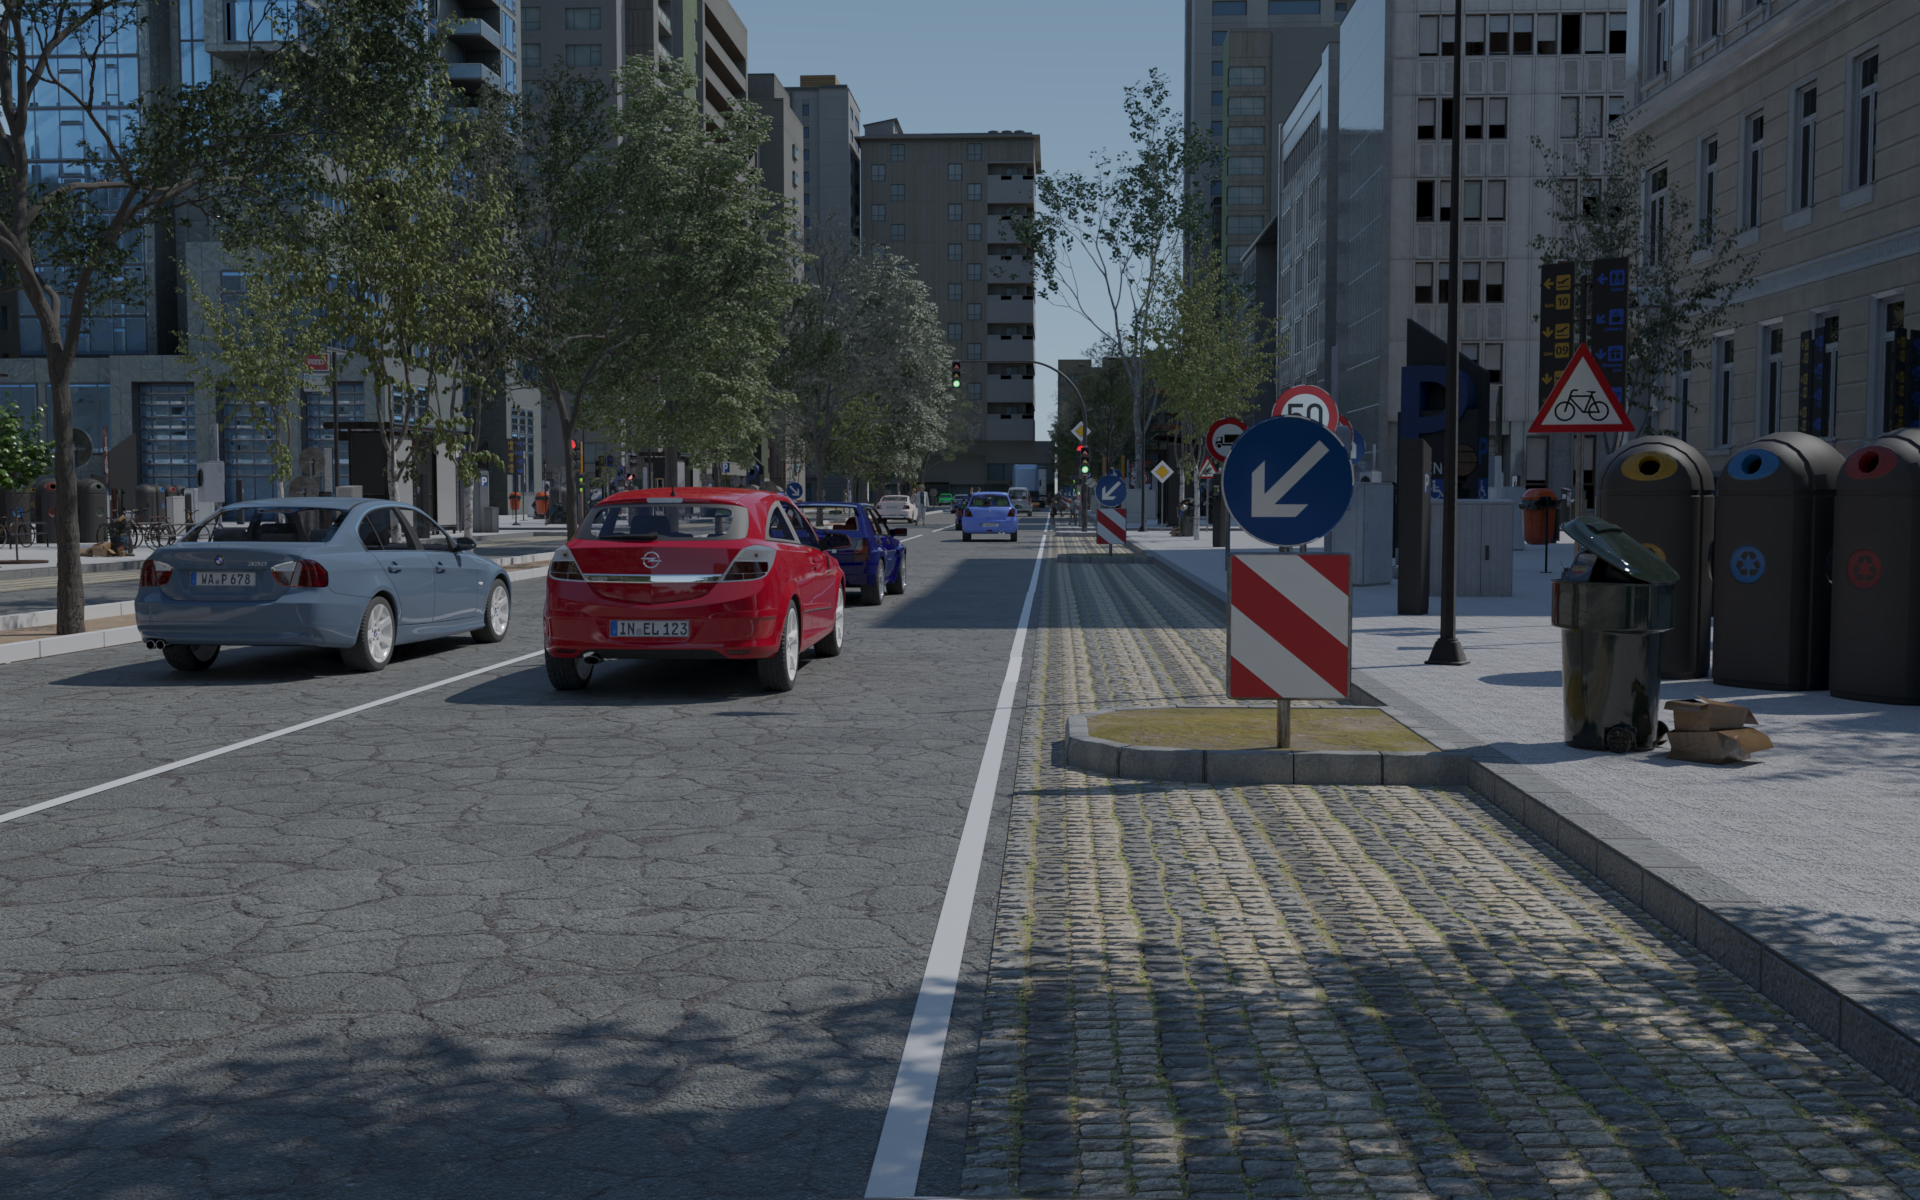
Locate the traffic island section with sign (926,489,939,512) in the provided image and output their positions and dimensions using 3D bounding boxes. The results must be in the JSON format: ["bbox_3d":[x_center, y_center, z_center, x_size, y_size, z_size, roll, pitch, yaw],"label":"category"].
[{"bbox_3d":[-2.230,-8.193,142.087,2.006,1.907,1.989,0,4,3],"label":"traffic island section with sign"}]

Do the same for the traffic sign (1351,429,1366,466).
[{"bbox_3d":[7.336,-2.015,33.059,0.768,2.556,0.104,1,4,11],"label":"traffic sign"}]

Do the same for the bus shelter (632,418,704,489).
[{"bbox_3d":[-14.823,-6.708,87.311,2.179,5.291,8.768,0,4,3],"label":"bus shelter"}]

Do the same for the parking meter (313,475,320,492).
[{"bbox_3d":[-20.242,-2.967,54.224,0.255,1.863,0.399,1,4,17],"label":"parking meter"}]

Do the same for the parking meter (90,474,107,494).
[{"bbox_3d":[-24.755,-2.696,49.792,0.399,1.863,0.255,-3,5,-41],"label":"parking meter"}]

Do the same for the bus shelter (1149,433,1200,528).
[{"bbox_3d":[8.580,-4.769,69.257,1.731,3.624,6.357,0,4,3],"label":"bus shelter"}]

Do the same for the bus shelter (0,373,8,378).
[{"bbox_3d":[-19.668,-2.431,31.038,1.731,3.624,6.357,0,4,3],"label":"bus shelter"}]

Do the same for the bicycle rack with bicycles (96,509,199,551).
[{"bbox_3d":[-18.514,-1.616,39.796,2.852,0.926,2.925,2,4,27],"label":"bicycle rack with bicycles"}]

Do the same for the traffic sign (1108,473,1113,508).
[{"bbox_3d":[8.498,-5.894,96.480,0.768,2.556,0.104,0,4,7],"label":"traffic sign"}]

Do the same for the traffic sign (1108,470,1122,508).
[{"bbox_3d":[8.039,-5.487,89.821,0.768,2.556,0.104,1,4,11],"label":"traffic sign"}]

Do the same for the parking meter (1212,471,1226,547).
[{"bbox_3d":[6.307,-2.212,41.871,0.399,1.863,0.255,-3,5,-40],"label":"parking meter"}]

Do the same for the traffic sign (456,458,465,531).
[{"bbox_3d":[-17.495,-3.682,60.309,0.768,2.556,0.104,0,4,4],"label":"traffic sign"}]

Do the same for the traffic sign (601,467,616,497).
[{"bbox_3d":[-16.305,-4.906,80.315,0.768,2.556,0.104,1,4,12],"label":"traffic sign"}]

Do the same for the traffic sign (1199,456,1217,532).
[{"bbox_3d":[8.401,-3.596,58.801,0.884,2.594,0.081,1,4,10],"label":"traffic sign"}]

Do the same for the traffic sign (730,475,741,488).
[{"bbox_3d":[-14.774,-6.960,113.902,0.768,2.556,0.104,1,4,8],"label":"traffic sign"}]

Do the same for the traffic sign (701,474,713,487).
[{"bbox_3d":[-15.796,-6.597,107.975,0.768,2.556,0.104,0,4,7],"label":"traffic sign"}]

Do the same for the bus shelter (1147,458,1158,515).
[{"bbox_3d":[10.987,-5.958,91.343,2.014,3.302,5.546,0,4,3],"label":"bus shelter"}]

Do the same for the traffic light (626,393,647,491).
[{"bbox_3d":[-10.755,-5.681,67.545,4.771,5.953,1.251,0,4,3],"label":"traffic light"}]

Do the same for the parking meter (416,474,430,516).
[{"bbox_3d":[-15.478,-2.703,49.909,0.255,1.863,0.399,-3,5,-41],"label":"parking meter"}]

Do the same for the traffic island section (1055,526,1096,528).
[{"bbox_3d":[4.677,-2.723,66.802,2.009,0.180,2.903,0,4,3],"label":"traffic island section"}]

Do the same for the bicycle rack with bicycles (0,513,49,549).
[{"bbox_3d":[-23.058,-1.679,40.826,2.852,0.926,2.925,0,4,-1],"label":"bicycle rack with bicycles"}]

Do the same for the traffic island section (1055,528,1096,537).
[{"bbox_3d":[4.243,-2.235,58.829,2.009,0.180,2.903,0,4,3],"label":"traffic island section"}]

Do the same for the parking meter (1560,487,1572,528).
[{"bbox_3d":[22.846,-3.479,65.289,0.372,1.533,0.369,0,3,0],"label":"parking meter"}]

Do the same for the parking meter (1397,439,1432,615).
[{"bbox_3d":[4.845,-0.780,18.461,0.255,1.863,0.399,2,4,30],"label":"parking meter"}]

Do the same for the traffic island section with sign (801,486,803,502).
[{"bbox_3d":[-6.305,-3.604,67.058,2.006,1.907,1.989,0,4,3],"label":"traffic island section with sign"}]

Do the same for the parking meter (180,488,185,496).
[{"bbox_3d":[-30.690,-3.685,68.665,0.372,1.533,0.369,0,3,0],"label":"parking meter"}]

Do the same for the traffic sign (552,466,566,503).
[{"bbox_3d":[-17.969,-4.754,77.839,0.768,2.556,0.104,0,4,5],"label":"traffic sign"}]

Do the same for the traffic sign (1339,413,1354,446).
[{"bbox_3d":[5.638,-1.620,26.594,0.768,2.556,0.104,1,4,12],"label":"traffic sign"}]

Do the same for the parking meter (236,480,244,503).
[{"bbox_3d":[-30.300,-4.109,72.901,0.255,1.863,0.399,-1,4,-12],"label":"parking meter"}]

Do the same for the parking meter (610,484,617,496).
[{"bbox_3d":[-20.740,-5.996,103.748,0.399,1.863,0.255,0,4,0],"label":"parking meter"}]

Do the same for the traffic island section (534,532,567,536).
[{"bbox_3d":[-13.322,-2.294,59.787,2.009,0.180,2.903,0,4,3],"label":"traffic island section"}]

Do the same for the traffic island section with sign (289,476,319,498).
[{"bbox_3d":[-14.231,-1.736,37.008,1.989,1.847,2.006,0,4,3],"label":"traffic island section with sign"}]

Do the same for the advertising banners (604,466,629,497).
[{"bbox_3d":[-21.209,-6.794,107.274,2.074,3.025,0.090,2,4,25],"label":"advertising banners"}]

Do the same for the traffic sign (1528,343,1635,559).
[{"bbox_3d":[5.360,-0.917,14.994,0.884,2.594,0.081,1,4,9],"label":"traffic sign"}]

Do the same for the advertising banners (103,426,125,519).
[{"bbox_3d":[-21.616,-2.939,44.236,0.090,3.025,2.074,-3,4,-37],"label":"advertising banners"}]

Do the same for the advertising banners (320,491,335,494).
[{"bbox_3d":[-25.176,-4.556,70.678,2.074,3.025,0.090,0,4,2],"label":"advertising banners"}]

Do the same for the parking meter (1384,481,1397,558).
[{"bbox_3d":[8.598,-1.615,34.820,0.372,1.533,0.369,0,3,0],"label":"parking meter"}]

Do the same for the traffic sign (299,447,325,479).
[{"bbox_3d":[-17.493,-2.854,46.762,0.768,2.556,0.104,1,4,10],"label":"traffic sign"}]

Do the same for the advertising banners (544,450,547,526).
[{"bbox_3d":[-16.765,-4.517,70.034,0.090,3.025,2.074,-1,4,-14],"label":"advertising banners"}]

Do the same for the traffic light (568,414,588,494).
[{"bbox_3d":[-13.283,-4.326,59.650,0.839,4.253,0.868,0,4,3],"label":"traffic light"}]

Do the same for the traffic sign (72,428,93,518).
[{"bbox_3d":[-17.063,-2.035,33.381,0.768,2.556,0.104,1,4,10],"label":"traffic sign"}]

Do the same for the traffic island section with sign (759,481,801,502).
[{"bbox_3d":[-6.717,-3.151,59.663,2.006,1.907,1.989,0,4,3],"label":"traffic island section with sign"}]

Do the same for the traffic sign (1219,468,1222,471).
[{"bbox_3d":[10.325,-3.976,67.134,0.606,2.300,0.079,0,4,4],"label":"traffic sign"}]

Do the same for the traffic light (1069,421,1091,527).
[{"bbox_3d":[4.637,-4.757,66.691,0.839,4.253,0.868,0,4,3],"label":"traffic light"}]

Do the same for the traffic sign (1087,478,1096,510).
[{"bbox_3d":[10.329,-8.346,136.568,0.768,2.556,0.104,1,4,12],"label":"traffic sign"}]

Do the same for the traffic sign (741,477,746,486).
[{"bbox_3d":[-15.357,-7.619,124.684,0.768,2.556,0.104,0,4,4],"label":"traffic sign"}]

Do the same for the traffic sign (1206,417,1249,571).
[{"bbox_3d":[4.470,-1.758,28.857,0.768,2.556,0.104,0,4,5],"label":"traffic sign"}]

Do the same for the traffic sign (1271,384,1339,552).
[{"bbox_3d":[4.012,-1.229,20.204,0.768,2.556,0.104,1,4,10],"label":"traffic sign"}]

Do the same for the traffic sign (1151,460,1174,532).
[{"bbox_3d":[6.890,-3.537,59.023,0.795,2.450,0.064,0,4,6],"label":"traffic sign"}]

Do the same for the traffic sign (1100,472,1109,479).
[{"bbox_3d":[8.381,-6.047,98.970,0.768,2.556,0.104,1,4,12],"label":"traffic sign"}]

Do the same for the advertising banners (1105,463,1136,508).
[{"bbox_3d":[9.059,-6.218,97.859,2.074,3.025,0.090,0,4,7],"label":"advertising banners"}]

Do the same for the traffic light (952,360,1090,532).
[{"bbox_3d":[2.110,-5.139,58.689,4.771,5.953,1.251,0,4,3],"label":"traffic light"}]

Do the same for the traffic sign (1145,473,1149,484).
[{"bbox_3d":[10.345,-6.016,98.468,0.768,2.556,0.104,1,4,9],"label":"traffic sign"}]
